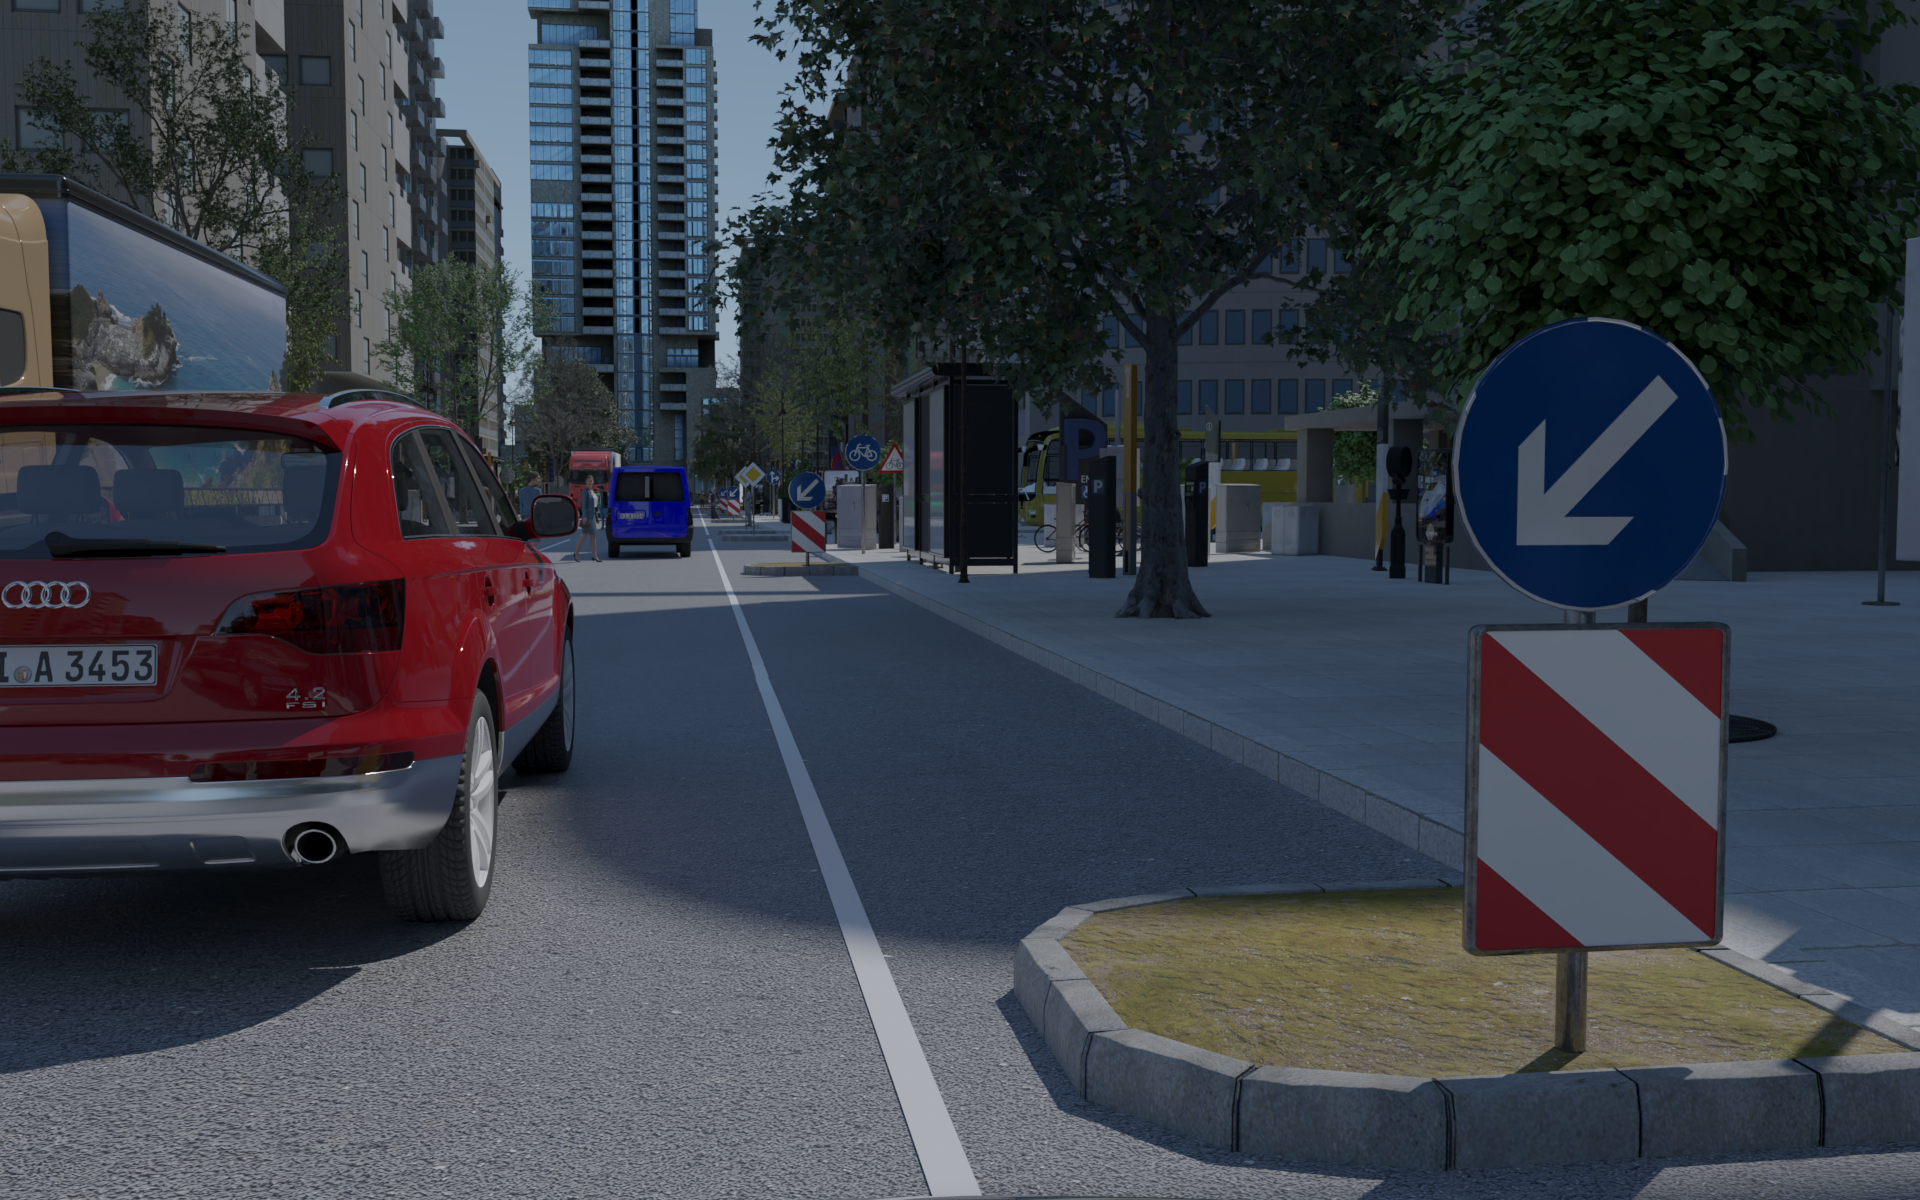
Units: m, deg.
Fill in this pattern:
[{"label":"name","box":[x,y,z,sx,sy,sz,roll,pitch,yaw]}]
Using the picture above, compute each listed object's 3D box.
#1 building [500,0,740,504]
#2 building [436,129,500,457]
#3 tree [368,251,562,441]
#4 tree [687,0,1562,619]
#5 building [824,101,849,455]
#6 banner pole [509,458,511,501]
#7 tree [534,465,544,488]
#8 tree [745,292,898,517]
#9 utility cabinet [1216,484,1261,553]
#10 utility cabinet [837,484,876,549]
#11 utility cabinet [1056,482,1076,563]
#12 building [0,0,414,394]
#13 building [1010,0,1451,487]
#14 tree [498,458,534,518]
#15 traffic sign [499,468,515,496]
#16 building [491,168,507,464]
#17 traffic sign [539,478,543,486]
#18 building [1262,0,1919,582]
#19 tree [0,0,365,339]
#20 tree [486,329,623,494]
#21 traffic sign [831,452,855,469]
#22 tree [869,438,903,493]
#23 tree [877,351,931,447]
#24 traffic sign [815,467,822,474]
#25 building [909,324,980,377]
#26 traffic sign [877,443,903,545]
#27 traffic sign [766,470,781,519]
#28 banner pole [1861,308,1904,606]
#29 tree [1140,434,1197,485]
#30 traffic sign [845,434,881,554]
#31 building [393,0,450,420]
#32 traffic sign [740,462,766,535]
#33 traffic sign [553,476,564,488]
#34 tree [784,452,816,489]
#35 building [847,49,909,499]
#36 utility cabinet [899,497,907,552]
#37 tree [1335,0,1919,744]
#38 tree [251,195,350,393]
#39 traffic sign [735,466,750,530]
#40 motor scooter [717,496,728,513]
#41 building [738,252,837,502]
[{"label":"building","box":[-46.316,-56.537,237.043,31.000,86.520,22.319,-1,4,-9]},{"label":"building","box":[-60.405,-29.752,178.330,23.993,40.220,32.217,-1,4,-9]},{"label":"tree","box":[-20.956,-9.019,73.215,9.928,11.665,9.643,0,3,0]},{"label":"tree","box":[2.010,-6.168,17.853,9.611,12.733,9.660,0,3,0]},{"label":"building","box":[-3.345,-32.687,189.058,22.147,44.769,28.867,-1,4,-9]},{"label":"banner pole","box":[-30.721,-7.876,118.782,0.401,3.779,0.863,1,4,11]},{"label":"tree","box":[-24.407,-6.285,97.369,1.663,3.219,1.824,0,3,0]},{"label":"tree","box":[-3.378,-6.064,49.503,4.737,8.622,4.395,0,3,0]},{"label":"utility cabinet","box":[6.023,-1.757,37.403,1.173,1.500,0.318,-3,5,-42]},{"label":"utility cabinet","box":[-2.406,-1.922,40.107,0.318,1.500,1.173,-3,4,-38]},{"label":"utility cabinet","box":[1.999,-1.456,32.492,0.318,1.500,1.173,0,4,7]},{"label":"building","box":[-51.879,-32.098,114.044,28.713,52.752,27.495,-1,4,-9]},{"label":"building","box":[16.319,-33.139,83.825,28.212,58.520,21.231,-1,4,-9]},{"label":"tree","box":[-24.101,-6.047,93.464,1.663,3.219,1.824,0,3,0]},{"label":"traffic sign","box":[-21.812,-5.098,83.464,0.768,2.556,0.104,0,4,-5]},{"label":"building","box":[-68.517,-35.506,230.641,14.200,45.320,14.600,-1,4,-9]},{"label":"traffic sign","box":[-29.471,-7.377,120.711,0.768,2.556,0.104,0,4,-7]},{"label":"building","box":[23.990,-20.959,34.554,32.217,40.220,23.993,-1,4,-9]},{"label":"tree","box":[-14.995,-5.973,32.065,8.767,10.594,7.601,0,4,0]},{"label":"tree","box":[-29.964,-13.339,128.457,12.009,13.543,11.850,0,3,0]},{"label":"traffic sign","box":[-3.530,-3.214,52.654,0.768,2.556,0.104,0,4,-5]},{"label":"tree","box":[-3.821,-7.168,100.915,4.285,4.588,4.351,0,3,0]},{"label":"tree","box":[-2.273,-8.292,85.942,4.360,8.622,3.978,0,3,0]},{"label":"traffic sign","box":[-6.341,-4.735,77.424,0.884,2.594,0.081,0,4,-8]},{"label":"building","box":[2.861,-27.361,130.947,14.154,41.232,14.086,-1,4,-9]},{"label":"traffic sign","box":[-1.651,-2.684,43.886,0.884,2.594,0.081,0,4,-3]},{"label":"traffic sign","box":[-9.705,-5.510,90.198,0.768,2.556,0.104,0,4,-2]},{"label":"banner pole","box":[10.873,-1.837,20.045,0.863,3.779,0.401,-2,4,-26]},{"label":"tree","box":[5.677,-3.199,46.907,1.663,3.219,1.824,0,3,0]},{"label":"traffic sign","box":[-2.068,-2.260,37.051,0.768,2.556,0.104,0,4,-2]},{"label":"building","box":[-55.795,-32.197,146.026,23.786,49.044,30.456,-1,4,-9]},{"label":"traffic sign","box":[-6.436,-3.077,53.949,0.795,2.450,0.064,-1,4,-9]},{"label":"traffic sign","box":[-27.799,-7.328,119.926,0.768,2.556,0.104,0,4,-2]},{"label":"tree","box":[-6.466,-4.773,72.645,1.663,3.219,1.824,0,3,0]},{"label":"building","box":[-3.273,-31.601,166.783,14.600,45.320,14.200,-1,4,-9]},{"label":"utility cabinet","box":[-0.926,-1.683,38.676,0.306,1.237,1.020,3,4,38]},{"label":"tree","box":[3.646,-1.575,9.471,4.285,4.588,4.351,0,3,0]},{"label":"tree","box":[-16.871,-5.645,42.652,4.737,8.622,4.395,0,3,0]},{"label":"traffic sign","box":[-7.654,-3.560,61.841,0.795,2.450,0.064,-1,4,-9]},{"label":"motor scooter","box":[-17.652,-7.099,128.839,0.815,1.314,1.986,0,4,-7]},{"label":"building","box":[-19.555,-33.979,247.438,23.993,40.220,32.217,-1,4,-9]}]
